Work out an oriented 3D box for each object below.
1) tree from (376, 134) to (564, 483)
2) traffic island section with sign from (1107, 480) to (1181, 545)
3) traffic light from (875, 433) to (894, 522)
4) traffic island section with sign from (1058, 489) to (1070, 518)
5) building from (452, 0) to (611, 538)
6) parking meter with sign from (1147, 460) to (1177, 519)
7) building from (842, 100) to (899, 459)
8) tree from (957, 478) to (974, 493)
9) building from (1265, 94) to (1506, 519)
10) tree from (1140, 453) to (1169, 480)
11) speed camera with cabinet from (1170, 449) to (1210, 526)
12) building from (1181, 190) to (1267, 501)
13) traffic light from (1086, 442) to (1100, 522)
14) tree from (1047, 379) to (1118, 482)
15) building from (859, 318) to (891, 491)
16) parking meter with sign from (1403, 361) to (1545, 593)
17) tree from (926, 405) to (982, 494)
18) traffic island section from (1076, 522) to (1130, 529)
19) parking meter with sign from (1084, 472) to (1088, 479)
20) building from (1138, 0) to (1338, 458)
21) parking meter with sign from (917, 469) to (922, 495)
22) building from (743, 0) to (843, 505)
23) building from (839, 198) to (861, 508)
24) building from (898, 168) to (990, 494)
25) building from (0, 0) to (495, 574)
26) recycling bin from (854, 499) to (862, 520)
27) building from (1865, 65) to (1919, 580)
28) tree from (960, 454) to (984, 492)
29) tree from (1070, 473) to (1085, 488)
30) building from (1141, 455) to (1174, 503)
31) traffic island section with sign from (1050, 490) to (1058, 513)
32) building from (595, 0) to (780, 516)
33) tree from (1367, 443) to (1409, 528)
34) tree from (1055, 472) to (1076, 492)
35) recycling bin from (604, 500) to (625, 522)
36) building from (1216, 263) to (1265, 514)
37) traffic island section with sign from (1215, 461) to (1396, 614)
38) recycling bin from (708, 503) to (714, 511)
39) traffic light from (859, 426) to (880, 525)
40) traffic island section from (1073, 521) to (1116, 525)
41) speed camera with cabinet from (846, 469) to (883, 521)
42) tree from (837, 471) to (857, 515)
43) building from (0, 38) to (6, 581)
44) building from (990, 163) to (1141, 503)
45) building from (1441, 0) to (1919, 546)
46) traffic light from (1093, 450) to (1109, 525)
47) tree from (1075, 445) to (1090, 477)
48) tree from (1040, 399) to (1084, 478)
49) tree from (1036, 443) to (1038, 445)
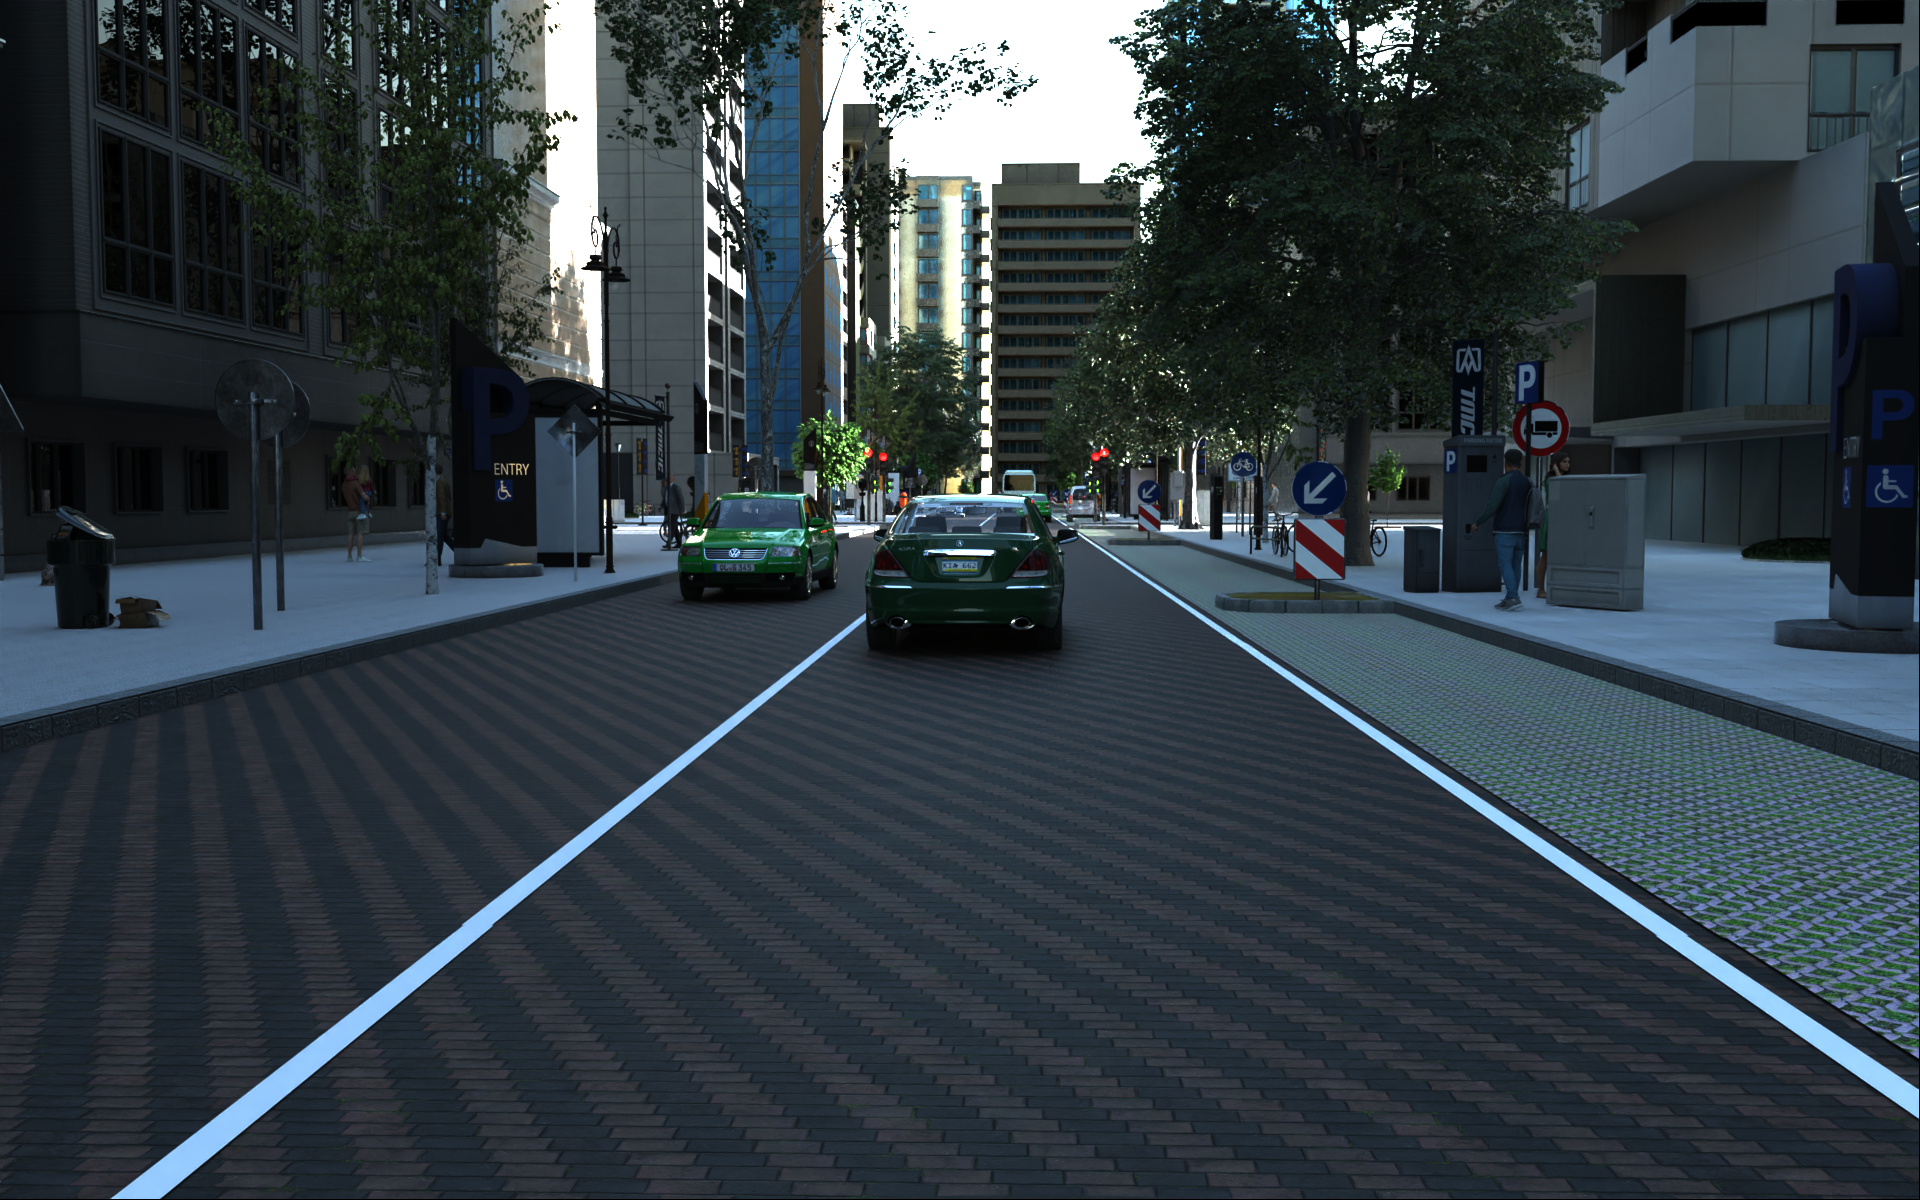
[{"bbox_3d":[-10.390,-5.246,36.128,4.360,8.622,3.978,0,3,0],"label":"tree"},{"bbox_3d":[5.180,-2.465,48.925,1.989,1.847,2.006,0,4,2],"label":"traffic island section with sign"},{"bbox_3d":[-3.474,-5.542,79.534,0.839,4.253,0.868,0,4,2],"label":"traffic light"},{"bbox_3d":[7.096,-5.846,104.214,1.989,1.847,2.006,0,4,2],"label":"traffic island section with sign"},{"bbox_3d":[-22.921,-16.572,56.863,20.117,28.700,13.634,0,4,2],"label":"building"},{"bbox_3d":[10.427,-5.646,88.572,1.738,3.016,0.543,-1,4,-23],"label":"parking meter with sign"},{"bbox_3d":[-18.789,-36.010,212.465,21.600,48.544,21.300,0,4,2],"label":"building"},{"bbox_3d":[0.515,-12.829,204.359,1.663,3.219,1.824,0,3,0],"label":"tree"},{"bbox_3d":[32.381,-16.737,92.717,30.058,24.678,14.314,0,4,2],"label":"building"},{"bbox_3d":[15.357,-10.430,120.890,4.737,8.622,4.395,0,3,0],"label":"tree"},{"bbox_3d":[9.449,-4.577,69.170,2.038,3.252,0.660,1,4,11],"label":"speed camera with cabinet"},{"bbox_3d":[24.581,-21.038,141.228,12.463,27.353,25.104,0,4,2],"label":"building"},{"bbox_3d":[6.182,-5.523,79.217,0.839,4.253,0.868,0,4,2],"label":"traffic light"},{"bbox_3d":[10.735,-13.625,140.897,7.486,12.596,7.792,0,3,0],"label":"tree"},{"bbox_3d":[-22.206,-20.768,184.593,27.650,21.520,28.899,0,4,2],"label":"building"},{"bbox_3d":[6.707,-1.617,22.704,1.738,3.016,0.543,-1,4,-14],"label":"parking meter with sign"},{"bbox_3d":[-1.249,-14.617,173.402,7.601,10.594,8.767,0,4,8],"label":"tree"},{"bbox_3d":[5.945,-3.001,71.349,2.009,0.180,2.903,0,4,2],"label":"traffic island section"},{"bbox_3d":[10.532,-8.440,134.253,1.738,3.016,0.543,-1,4,-22],"label":"parking meter with sign"},{"bbox_3d":[32.498,-54.517,204.020,22.319,86.520,31.000,0,4,2],"label":"building"},{"bbox_3d":[-3.508,-7.478,118.519,1.738,3.016,0.543,2,4,29],"label":"parking meter with sign"},{"bbox_3d":[-17.245,-30.099,142.225,14.600,45.320,14.200,0,4,2],"label":"building"},{"bbox_3d":[-16.973,-23.896,162.394,14.160,30.474,14.107,0,4,2],"label":"building"},{"bbox_3d":[-10.748,-38.998,257.232,30.456,49.044,23.786,0,4,2],"label":"building"},{"bbox_3d":[-20.339,-14.908,37.259,14.314,27.812,24.014,0,4,2],"label":"building"},{"bbox_3d":[-4.802,-4.519,86.434,0.722,1.027,0.722,2,4,27],"label":"recycling bin"},{"bbox_3d":[25.050,-42.615,9.429,22.319,86.520,31.000,0,4,2],"label":"building"},{"bbox_3d":[0.837,-16.616,222.028,4.360,8.622,3.978,0,3,0],"label":"tree"},{"bbox_3d":[10.991,-10.203,161.415,1.663,3.219,1.824,0,3,0],"label":"tree"},{"bbox_3d":[33.310,-20.223,175.693,27.650,21.520,28.899,0,4,2],"label":"building"},{"bbox_3d":[8.014,-7.494,131.154,1.989,1.847,2.006,0,4,2],"label":"traffic island section with sign"},{"bbox_3d":[-22.505,-41.097,110.196,20.563,71.187,20.611,0,4,2],"label":"building"},{"bbox_3d":[16.143,-4.361,65.903,1.663,3.219,1.824,0,3,0],"label":"tree"},{"bbox_3d":[14.177,-14.939,227.968,4.285,4.588,4.351,0,3,0],"label":"tree"},{"bbox_3d":[-16.060,-4.149,80.394,0.722,1.027,0.722,3,4,38],"label":"recycling bin"},{"bbox_3d":[23.337,-15.580,119.355,10.561,19.102,19.286,0,4,2],"label":"building"},{"bbox_3d":[4.234,-0.793,21.587,1.989,1.847,2.006,0,4,2],"label":"traffic island section with sign"},{"bbox_3d":[-6.581,-2.171,48.056,0.722,1.027,0.722,1,4,11],"label":"recycling bin"},{"bbox_3d":[-3.750,-5.054,71.553,0.839,4.253,0.868,0,4,2],"label":"traffic light"},{"bbox_3d":[6.221,-3.489,79.329,2.009,0.180,2.903,0,4,2],"label":"traffic island section"},{"bbox_3d":[-4.528,-5.389,82.446,0.660,3.252,2.038,3,5,40],"label":"speed camera with cabinet"},{"bbox_3d":[-6.542,-6.798,105.756,1.663,3.219,1.824,0,3,0],"label":"tree"},{"bbox_3d":[-20.075,-14.240,10.316,11.434,29.767,29.804,0,4,2],"label":"building"},{"bbox_3d":[15.324,-38.655,255.715,21.600,48.544,21.300,0,4,2],"label":"building"},{"bbox_3d":[29.973,-28.028,47.490,28.713,52.752,27.495,0,4,2],"label":"building"},{"bbox_3d":[5.906,-5.035,71.236,0.839,4.253,0.868,0,4,2],"label":"traffic light"},{"bbox_3d":[11.348,-12.123,148.572,4.737,8.622,4.395,0,3,0],"label":"tree"},{"bbox_3d":[11.716,-14.880,169.051,9.928,11.665,9.643,0,3,0],"label":"tree"},{"bbox_3d":[13.166,-16.770,191.201,9.611,12.733,9.660,0,3,0],"label":"tree"}]
